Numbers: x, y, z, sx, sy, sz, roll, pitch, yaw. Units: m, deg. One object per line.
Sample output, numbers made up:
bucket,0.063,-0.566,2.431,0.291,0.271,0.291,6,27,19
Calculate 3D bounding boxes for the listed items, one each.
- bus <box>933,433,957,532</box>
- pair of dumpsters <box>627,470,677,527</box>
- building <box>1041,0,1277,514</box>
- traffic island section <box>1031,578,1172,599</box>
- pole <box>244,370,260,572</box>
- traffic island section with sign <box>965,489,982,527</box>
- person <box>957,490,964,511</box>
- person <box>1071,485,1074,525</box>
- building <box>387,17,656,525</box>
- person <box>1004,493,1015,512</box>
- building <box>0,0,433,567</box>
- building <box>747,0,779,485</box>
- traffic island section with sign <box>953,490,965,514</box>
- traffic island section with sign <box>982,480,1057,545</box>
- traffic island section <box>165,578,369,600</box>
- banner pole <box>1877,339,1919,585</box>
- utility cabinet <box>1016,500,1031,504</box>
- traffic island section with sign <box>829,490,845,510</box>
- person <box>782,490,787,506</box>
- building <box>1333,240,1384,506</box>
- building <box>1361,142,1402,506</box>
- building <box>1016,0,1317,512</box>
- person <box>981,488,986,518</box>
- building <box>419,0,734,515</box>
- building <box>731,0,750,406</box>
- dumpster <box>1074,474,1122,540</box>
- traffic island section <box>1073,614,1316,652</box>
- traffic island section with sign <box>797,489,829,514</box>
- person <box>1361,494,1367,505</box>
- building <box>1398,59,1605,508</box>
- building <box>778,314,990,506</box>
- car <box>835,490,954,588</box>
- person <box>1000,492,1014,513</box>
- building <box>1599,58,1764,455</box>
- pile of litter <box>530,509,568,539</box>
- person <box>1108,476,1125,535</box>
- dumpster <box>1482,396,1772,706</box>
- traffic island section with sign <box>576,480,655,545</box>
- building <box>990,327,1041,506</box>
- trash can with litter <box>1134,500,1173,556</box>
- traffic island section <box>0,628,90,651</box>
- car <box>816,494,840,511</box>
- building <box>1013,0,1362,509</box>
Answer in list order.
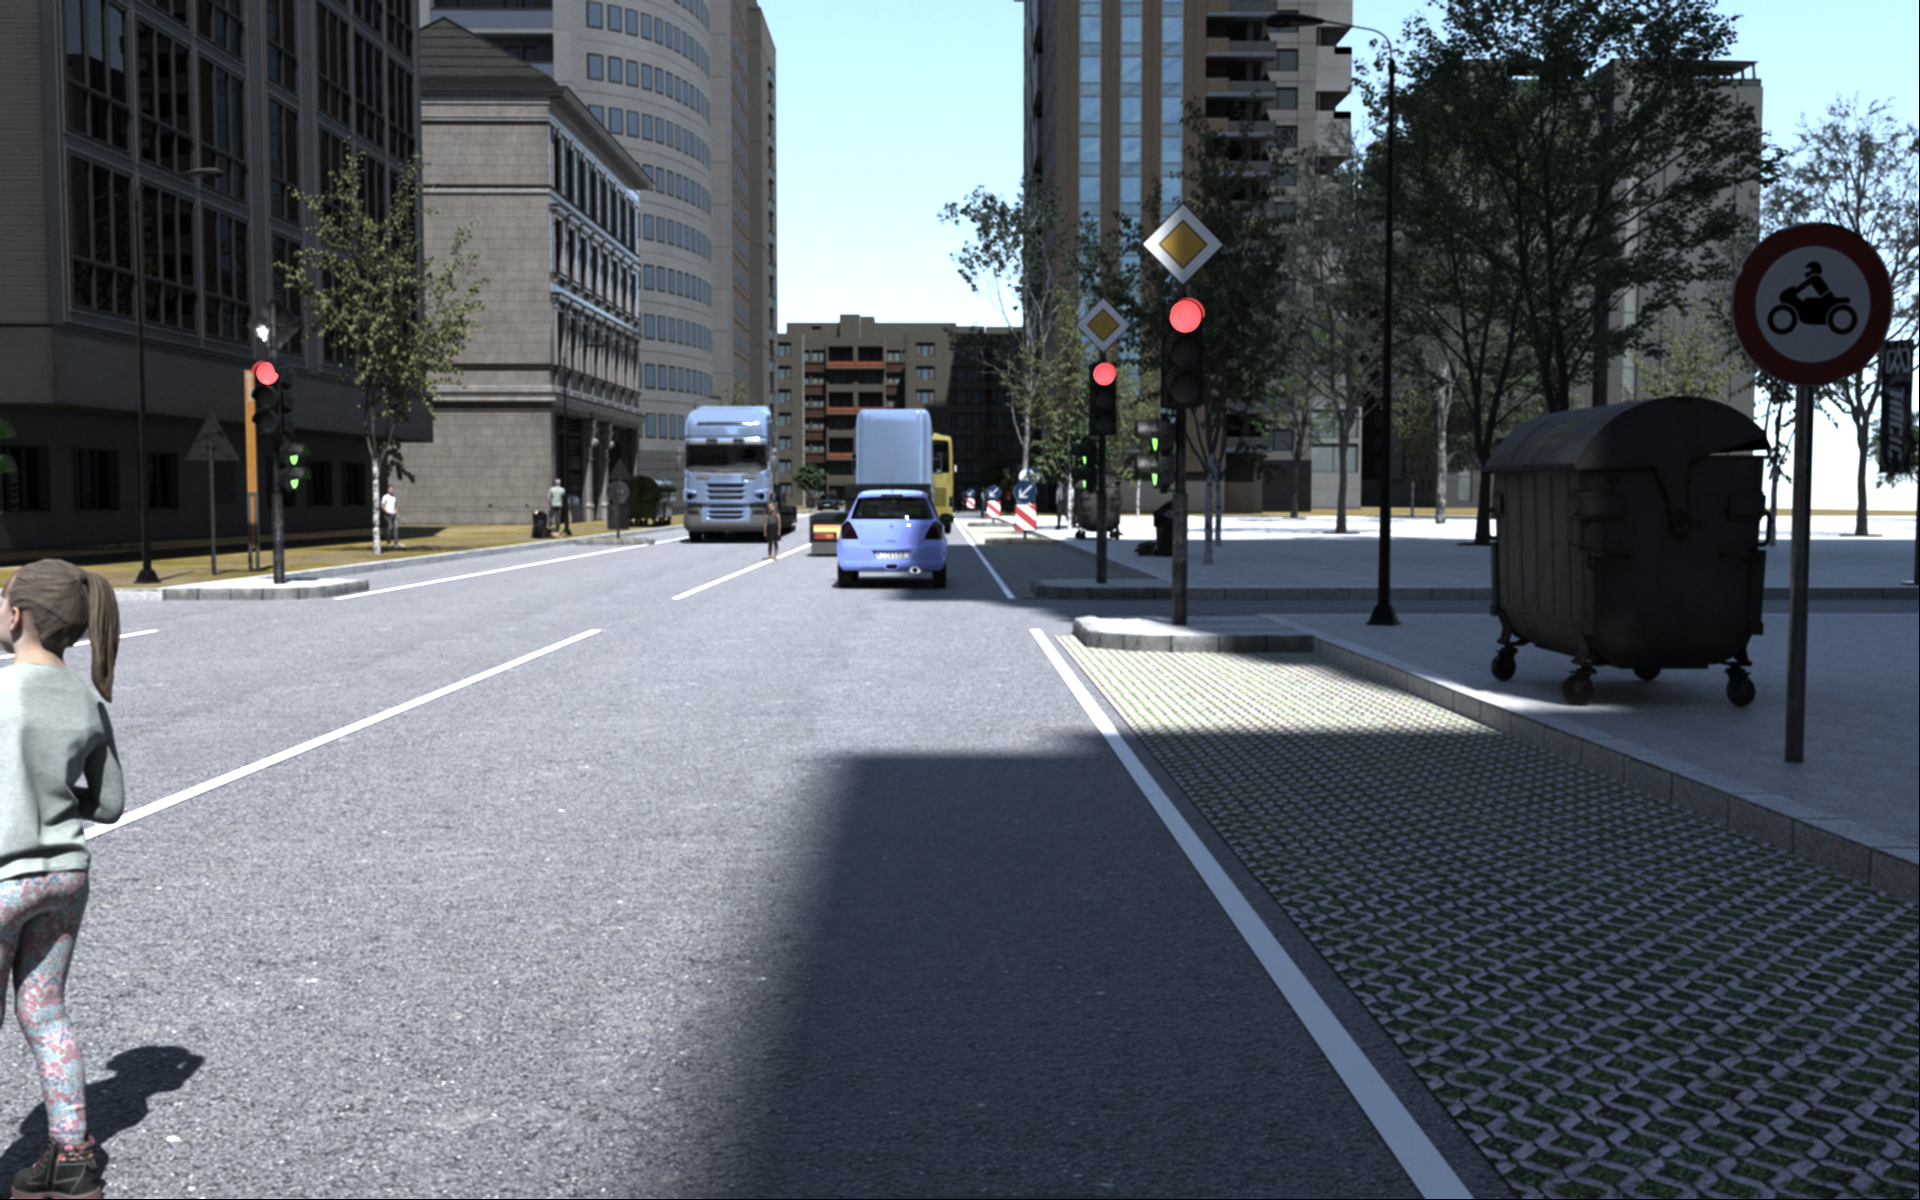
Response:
bus,-1.535,-4.679,68.053,2.896,3.916,12.252,0,4,0
pair of dumpsters,-12.466,-4.105,69.618,1.574,2.255,4.437,0,4,-1
building,12.875,-28.560,117.064,14.600,45.320,14.200,0,4,-1
traffic island section,2.065,-0.166,24.988,2.009,0.180,2.903,0,4,-1
pole,-11.677,-2.124,28.564,0.158,3.312,0.155,0,3,0
traffic island section with sign,1.354,-4.162,76.672,1.989,1.847,2.006,0,4,-1
person,0.019,-8.233,143.828,0.721,1.735,1.217,1,4,23
person,4.370,-3.843,69.447,0.524,1.755,0.480,-1,4,-9
building,-21.078,-13.502,71.668,10.553,20.767,40.483,0,4,-1
person,3.524,-7.059,122.184,0.721,1.735,1.217,-3,4,-37
building,-22.376,-15.014,38.983,14.314,27.812,24.014,0,4,-1
building,-28.461,-32.867,161.085,21.600,48.544,21.300,0,4,-1
traffic island section with sign,0.661,-7.224,126.733,1.989,1.847,2.006,0,4,-1
traffic island section with sign,1.727,-2.508,49.637,1.989,1.847,2.006,0,4,-1
traffic island section,-9.776,-0.156,24.830,2.009,0.180,2.903,0,4,-1
banner pole,13.481,-2.120,24.686,0.401,3.779,0.863,-2,4,-29
utility cabinet,3.415,-5.148,92.848,0.318,1.500,1.173,-1,4,-23
traffic island section with sign,-11.256,-8.897,154.097,1.989,1.847,2.006,0,4,-1
person,-17.791,-10.262,174.751,0.530,1.710,0.541,-3,5,-40
building,39.030,-25.842,194.213,14.107,30.474,14.160,0,4,-1
building,53.272,-31.236,194.295,14.086,41.232,14.154,0,4,-1
building,15.129,-42.534,133.681,20.563,71.187,20.611,0,4,-1
person,1.405,-5.807,103.521,0.705,1.814,1.350,0,4,3
building,-27.116,-34.955,113.516,21.231,58.520,28.212,0,4,-1
building,-24.216,-29.706,135.806,14.600,45.320,14.200,0,4,-1
dumpster,3.931,-2.658,49.217,1.264,1.857,1.865,0,4,-1
traffic island section,2.175,0.323,17.004,2.009,0.180,2.903,0,4,-1
traffic island section with sign,-10.859,-7.218,126.641,1.989,1.847,2.006,0,4,-1
person,42.397,-10.449,182.592,1.065,1.426,0.557,0,4,6
building,51.660,-29.544,166.641,14.086,41.232,14.154,0,4,-1
building,-11.636,-21.716,200.099,28.899,21.520,27.650,0,4,-1
car,-1.060,-1.113,27.785,1.945,1.707,3.694,0,4,-1
person,3.267,-6.763,116.563,1.348,1.831,0.705,1,4,22
building,66.578,-29.525,166.320,14.086,41.232,14.154,0,4,-1
pile of litter,-12.039,-2.246,50.684,1.176,0.858,1.719,0,4,-2
person,4.719,-2.925,53.969,0.850,1.850,0.679,1,4,10
dumpster,4.252,-0.330,11.153,1.264,1.857,1.865,0,4,-1
traffic island section with sign,-9.790,-2.496,49.435,1.989,1.847,2.006,0,4,-1
building,17.433,-21.776,201.083,28.899,21.520,27.650,0,4,-1
trash can with litter,4.088,-1.501,35.927,1.055,1.170,0.624,3,5,41
traffic island section,-9.665,0.332,16.845,2.009,0.180,2.903,0,4,-1
car,-11.382,-8.570,149.913,2.009,1.686,4.222,0,4,0
building,19.802,-34.806,158.318,28.713,52.752,27.495,0,4,-1
